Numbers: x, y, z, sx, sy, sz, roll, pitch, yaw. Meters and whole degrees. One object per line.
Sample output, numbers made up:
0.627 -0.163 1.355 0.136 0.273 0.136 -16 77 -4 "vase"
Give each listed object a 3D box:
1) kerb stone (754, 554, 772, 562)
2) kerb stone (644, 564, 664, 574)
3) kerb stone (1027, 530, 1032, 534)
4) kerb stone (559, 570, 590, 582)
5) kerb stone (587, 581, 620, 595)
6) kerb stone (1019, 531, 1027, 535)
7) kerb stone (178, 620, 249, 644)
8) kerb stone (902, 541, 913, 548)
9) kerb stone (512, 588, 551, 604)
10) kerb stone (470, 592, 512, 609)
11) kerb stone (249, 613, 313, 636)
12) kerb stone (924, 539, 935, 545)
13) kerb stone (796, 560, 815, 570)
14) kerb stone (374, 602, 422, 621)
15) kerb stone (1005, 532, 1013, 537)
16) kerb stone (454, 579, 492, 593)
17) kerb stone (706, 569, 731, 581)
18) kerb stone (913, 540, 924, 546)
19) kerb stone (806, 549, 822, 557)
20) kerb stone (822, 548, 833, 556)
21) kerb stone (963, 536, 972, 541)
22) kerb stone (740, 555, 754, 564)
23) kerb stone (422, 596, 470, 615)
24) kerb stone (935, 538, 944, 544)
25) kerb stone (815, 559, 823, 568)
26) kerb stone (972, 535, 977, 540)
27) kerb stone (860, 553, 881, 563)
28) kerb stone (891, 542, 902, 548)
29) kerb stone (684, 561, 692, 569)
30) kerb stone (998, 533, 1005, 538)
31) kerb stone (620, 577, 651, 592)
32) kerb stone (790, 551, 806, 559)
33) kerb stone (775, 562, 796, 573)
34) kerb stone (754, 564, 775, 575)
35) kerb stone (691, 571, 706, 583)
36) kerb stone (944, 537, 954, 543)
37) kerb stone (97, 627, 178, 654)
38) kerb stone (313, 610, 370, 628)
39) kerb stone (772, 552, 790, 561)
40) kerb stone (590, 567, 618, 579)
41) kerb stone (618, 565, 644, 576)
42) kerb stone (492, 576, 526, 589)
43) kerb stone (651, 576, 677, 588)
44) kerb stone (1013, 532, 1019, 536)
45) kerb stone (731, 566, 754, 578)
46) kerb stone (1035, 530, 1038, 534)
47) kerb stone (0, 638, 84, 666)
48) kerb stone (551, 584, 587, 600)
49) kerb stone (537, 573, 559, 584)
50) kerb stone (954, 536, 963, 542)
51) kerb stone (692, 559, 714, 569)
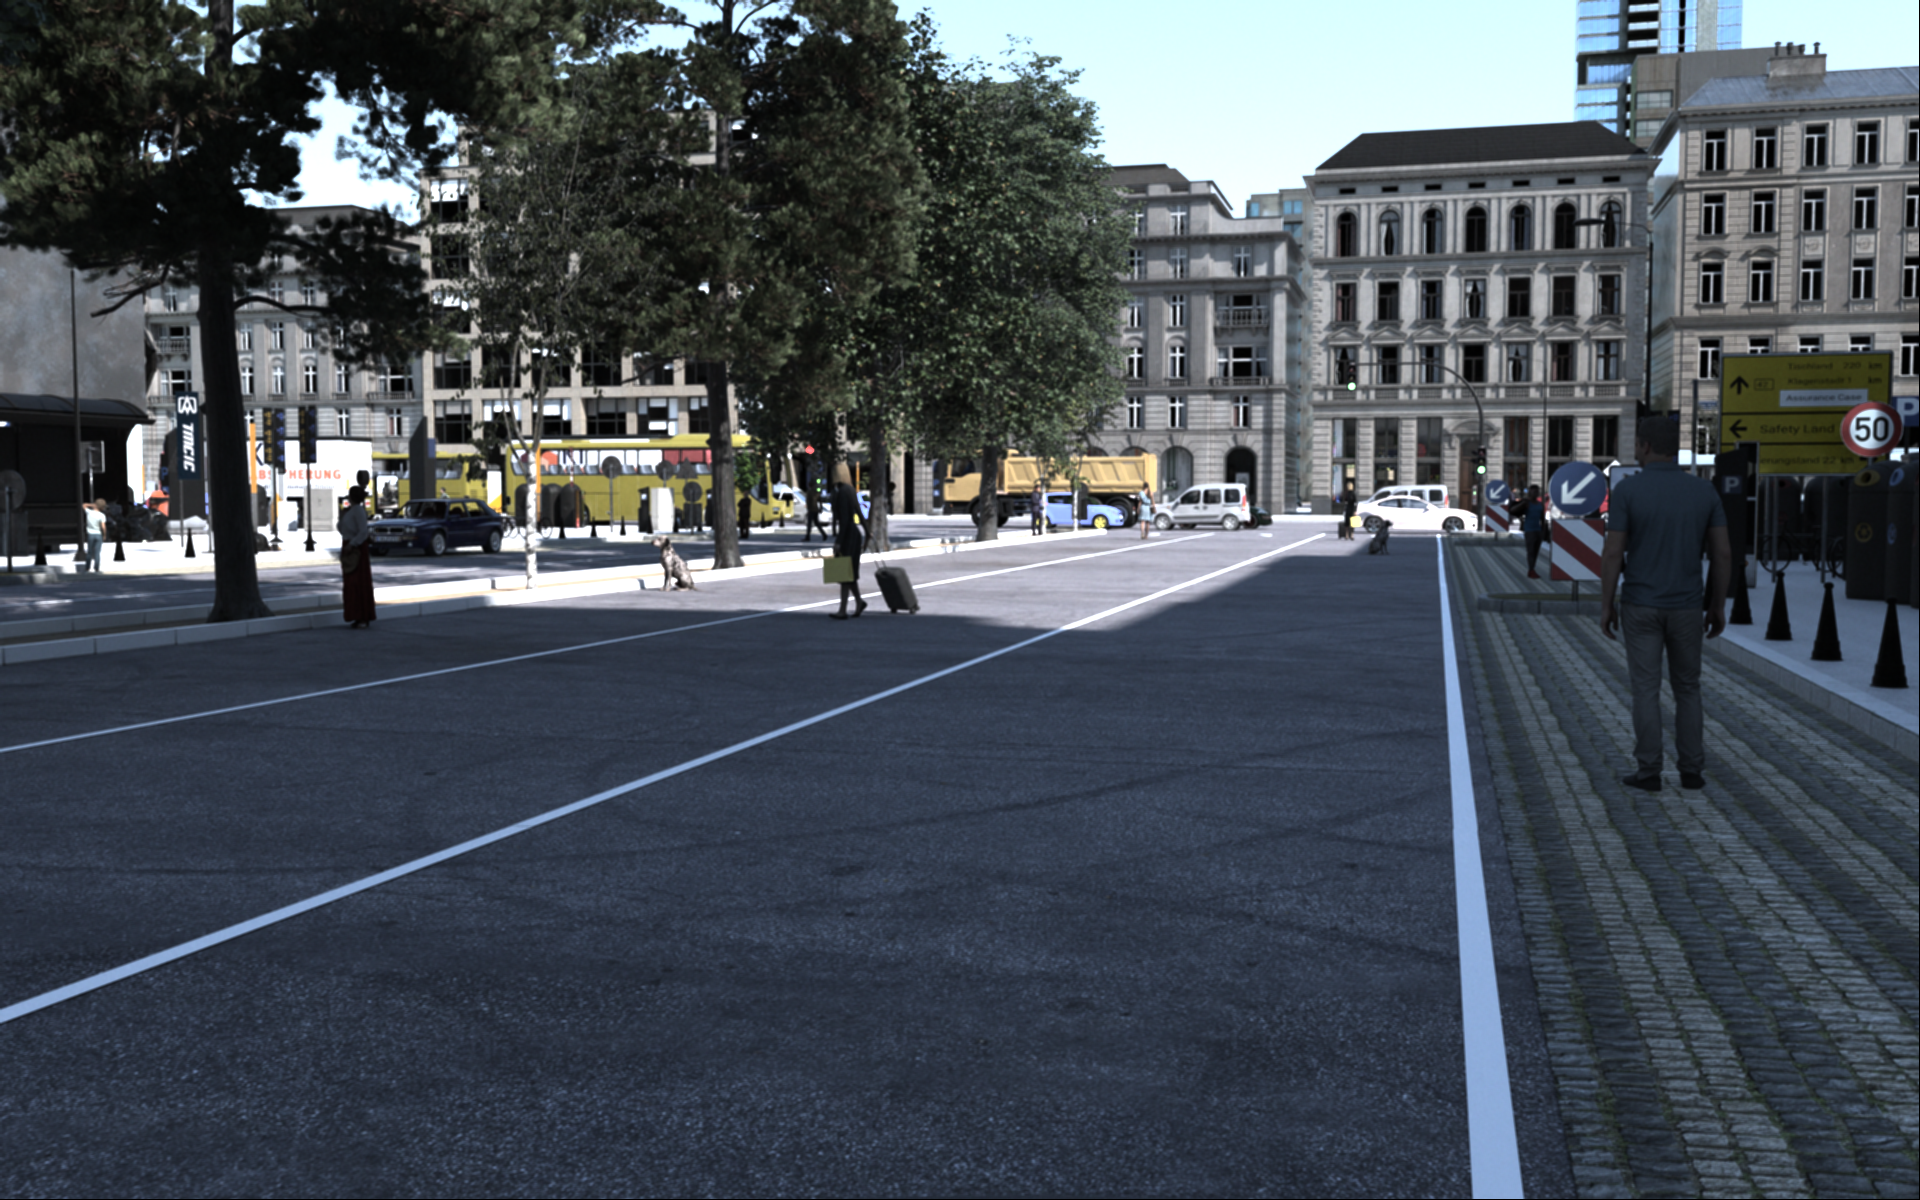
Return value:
-4.235 -0.865 36.390 0.120 0.150 1.000 1 4 15 "kerb stone"
-5.598 -0.559 31.424 0.120 0.150 1.000 1 4 15 "kerb stone"
2.289 -2.325 60.203 0.120 0.150 1.000 1 4 15 "kerb stone"
-6.417 -0.382 28.452 0.120 0.150 1.000 1 4 15 "kerb stone"
-5.205 -0.164 24.916 0.120 0.150 1.000 1 4 15 "kerb stone"
2.019 -2.259 59.208 0.120 0.150 1.000 1 4 15 "kerb stone"
-7.379 0.318 16.990 0.120 0.150 1.000 1 4 15 "kerb stone"
-1.522 -1.470 46.303 0.120 0.150 1.000 1 4 15 "kerb stone"
-5.753 -0.045 22.938 0.120 0.150 1.000 1 4 15 "kerb stone"
-6.027 0.016 21.949 0.120 0.150 1.000 1 4 15 "kerb stone"
-7.114 0.258 17.983 0.120 0.150 1.000 1 4 15 "kerb stone"
-0.977 -1.596 48.283 0.120 0.150 1.000 1 4 15 "kerb stone"
-3.026 -0.652 32.849 0.120 0.150 1.000 1 4 15 "kerb stone"
-6.565 0.136 19.967 0.120 0.150 1.000 1 4 15 "kerb stone"
1.477 -2.138 57.216 0.120 0.150 1.000 1 4 15 "kerb stone"
-7.233 -0.199 25.459 0.120 0.150 1.000 1 4 15 "kerb stone"
-4.116 -0.409 28.881 0.120 0.150 1.000 1 4 15 "kerb stone"
-1.250 -1.535 47.294 0.120 0.150 1.000 1 4 15 "kerb stone"
-3.426 -1.050 39.360 0.120 0.150 1.000 1 4 15 "kerb stone"
-3.151 -1.109 40.348 0.120 0.150 1.000 1 4 15 "kerb stone"
0.108 -1.838 52.250 0.120 0.150 1.000 1 4 15 "kerb stone"
-4.508 -0.808 35.401 0.120 0.150 1.000 1 4 15 "kerb stone"
-6.289 0.076 20.957 0.120 0.150 1.000 1 4 15 "kerb stone"
-0.711 -1.651 49.274 0.120 0.150 1.000 1 4 15 "kerb stone"
-2.761 -0.712 33.843 0.120 0.150 1.000 1 4 15 "kerb stone"
0.380 -1.899 53.241 0.120 0.150 1.000 1 4 15 "kerb stone"
-1.949 -0.895 36.835 0.120 0.150 1.000 1 4 15 "kerb stone"
-1.791 -1.412 45.303 0.120 0.150 1.000 1 4 15 "kerb stone"
-5.331 -0.626 32.429 0.120 0.150 1.000 1 4 15 "kerb stone"
1.206 -2.081 56.226 0.120 0.150 1.000 1 4 15 "kerb stone"
-4.932 -0.226 25.904 0.120 0.150 1.000 1 4 15 "kerb stone"
-3.695 -0.988 38.369 0.120 0.150 1.000 1 4 15 "kerb stone"
-3.301 -0.591 31.860 0.120 0.150 1.000 1 4 15 "kerb stone"
-3.581 -0.529 30.863 0.120 0.150 1.000 1 4 15 "kerb stone"
-4.396 -0.343 27.892 0.120 0.150 1.000 1 4 15 "kerb stone"
-0.432 -1.717 50.267 0.120 0.150 1.000 1 4 15 "kerb stone"
-7.654 0.379 16.001 0.120 0.150 1.000 1 4 15 "kerb stone"
-6.833 0.198 18.977 0.120 0.150 1.000 1 4 15 "kerb stone"
-3.969 -0.928 37.381 0.120 0.150 1.000 1 4 15 "kerb stone"
-6.146 -0.443 29.441 0.120 0.150 1.000 1 4 15 "kerb stone"
-5.871 -0.504 30.435 0.120 0.150 1.000 1 4 15 "kerb stone"
-6.966 -0.260 26.449 0.120 0.150 1.000 1 4 15 "kerb stone"
-4.660 -0.284 26.895 0.120 0.150 1.000 1 4 15 "kerb stone"
1.740 -2.197 58.208 0.120 0.150 1.000 1 4 15 "kerb stone"
-3.846 -0.469 29.871 0.120 0.150 1.000 1 4 15 "kerb stone"
2.565 -2.384 61.193 0.120 0.150 1.000 1 4 15 "kerb stone"
-7.928 0.442 15.012 0.120 0.150 1.000 1 4 15 "kerb stone"
-5.480 -0.106 23.927 0.120 0.150 1.000 1 4 15 "kerb stone"
-6.692 -0.315 27.446 0.120 0.150 1.000 1 4 15 "kerb stone"
-0.162 -1.777 51.261 0.120 0.150 1.000 1 4 15 "kerb stone"
-5.054 -0.687 33.420 0.120 0.150 1.000 1 4 15 "kerb stone"
